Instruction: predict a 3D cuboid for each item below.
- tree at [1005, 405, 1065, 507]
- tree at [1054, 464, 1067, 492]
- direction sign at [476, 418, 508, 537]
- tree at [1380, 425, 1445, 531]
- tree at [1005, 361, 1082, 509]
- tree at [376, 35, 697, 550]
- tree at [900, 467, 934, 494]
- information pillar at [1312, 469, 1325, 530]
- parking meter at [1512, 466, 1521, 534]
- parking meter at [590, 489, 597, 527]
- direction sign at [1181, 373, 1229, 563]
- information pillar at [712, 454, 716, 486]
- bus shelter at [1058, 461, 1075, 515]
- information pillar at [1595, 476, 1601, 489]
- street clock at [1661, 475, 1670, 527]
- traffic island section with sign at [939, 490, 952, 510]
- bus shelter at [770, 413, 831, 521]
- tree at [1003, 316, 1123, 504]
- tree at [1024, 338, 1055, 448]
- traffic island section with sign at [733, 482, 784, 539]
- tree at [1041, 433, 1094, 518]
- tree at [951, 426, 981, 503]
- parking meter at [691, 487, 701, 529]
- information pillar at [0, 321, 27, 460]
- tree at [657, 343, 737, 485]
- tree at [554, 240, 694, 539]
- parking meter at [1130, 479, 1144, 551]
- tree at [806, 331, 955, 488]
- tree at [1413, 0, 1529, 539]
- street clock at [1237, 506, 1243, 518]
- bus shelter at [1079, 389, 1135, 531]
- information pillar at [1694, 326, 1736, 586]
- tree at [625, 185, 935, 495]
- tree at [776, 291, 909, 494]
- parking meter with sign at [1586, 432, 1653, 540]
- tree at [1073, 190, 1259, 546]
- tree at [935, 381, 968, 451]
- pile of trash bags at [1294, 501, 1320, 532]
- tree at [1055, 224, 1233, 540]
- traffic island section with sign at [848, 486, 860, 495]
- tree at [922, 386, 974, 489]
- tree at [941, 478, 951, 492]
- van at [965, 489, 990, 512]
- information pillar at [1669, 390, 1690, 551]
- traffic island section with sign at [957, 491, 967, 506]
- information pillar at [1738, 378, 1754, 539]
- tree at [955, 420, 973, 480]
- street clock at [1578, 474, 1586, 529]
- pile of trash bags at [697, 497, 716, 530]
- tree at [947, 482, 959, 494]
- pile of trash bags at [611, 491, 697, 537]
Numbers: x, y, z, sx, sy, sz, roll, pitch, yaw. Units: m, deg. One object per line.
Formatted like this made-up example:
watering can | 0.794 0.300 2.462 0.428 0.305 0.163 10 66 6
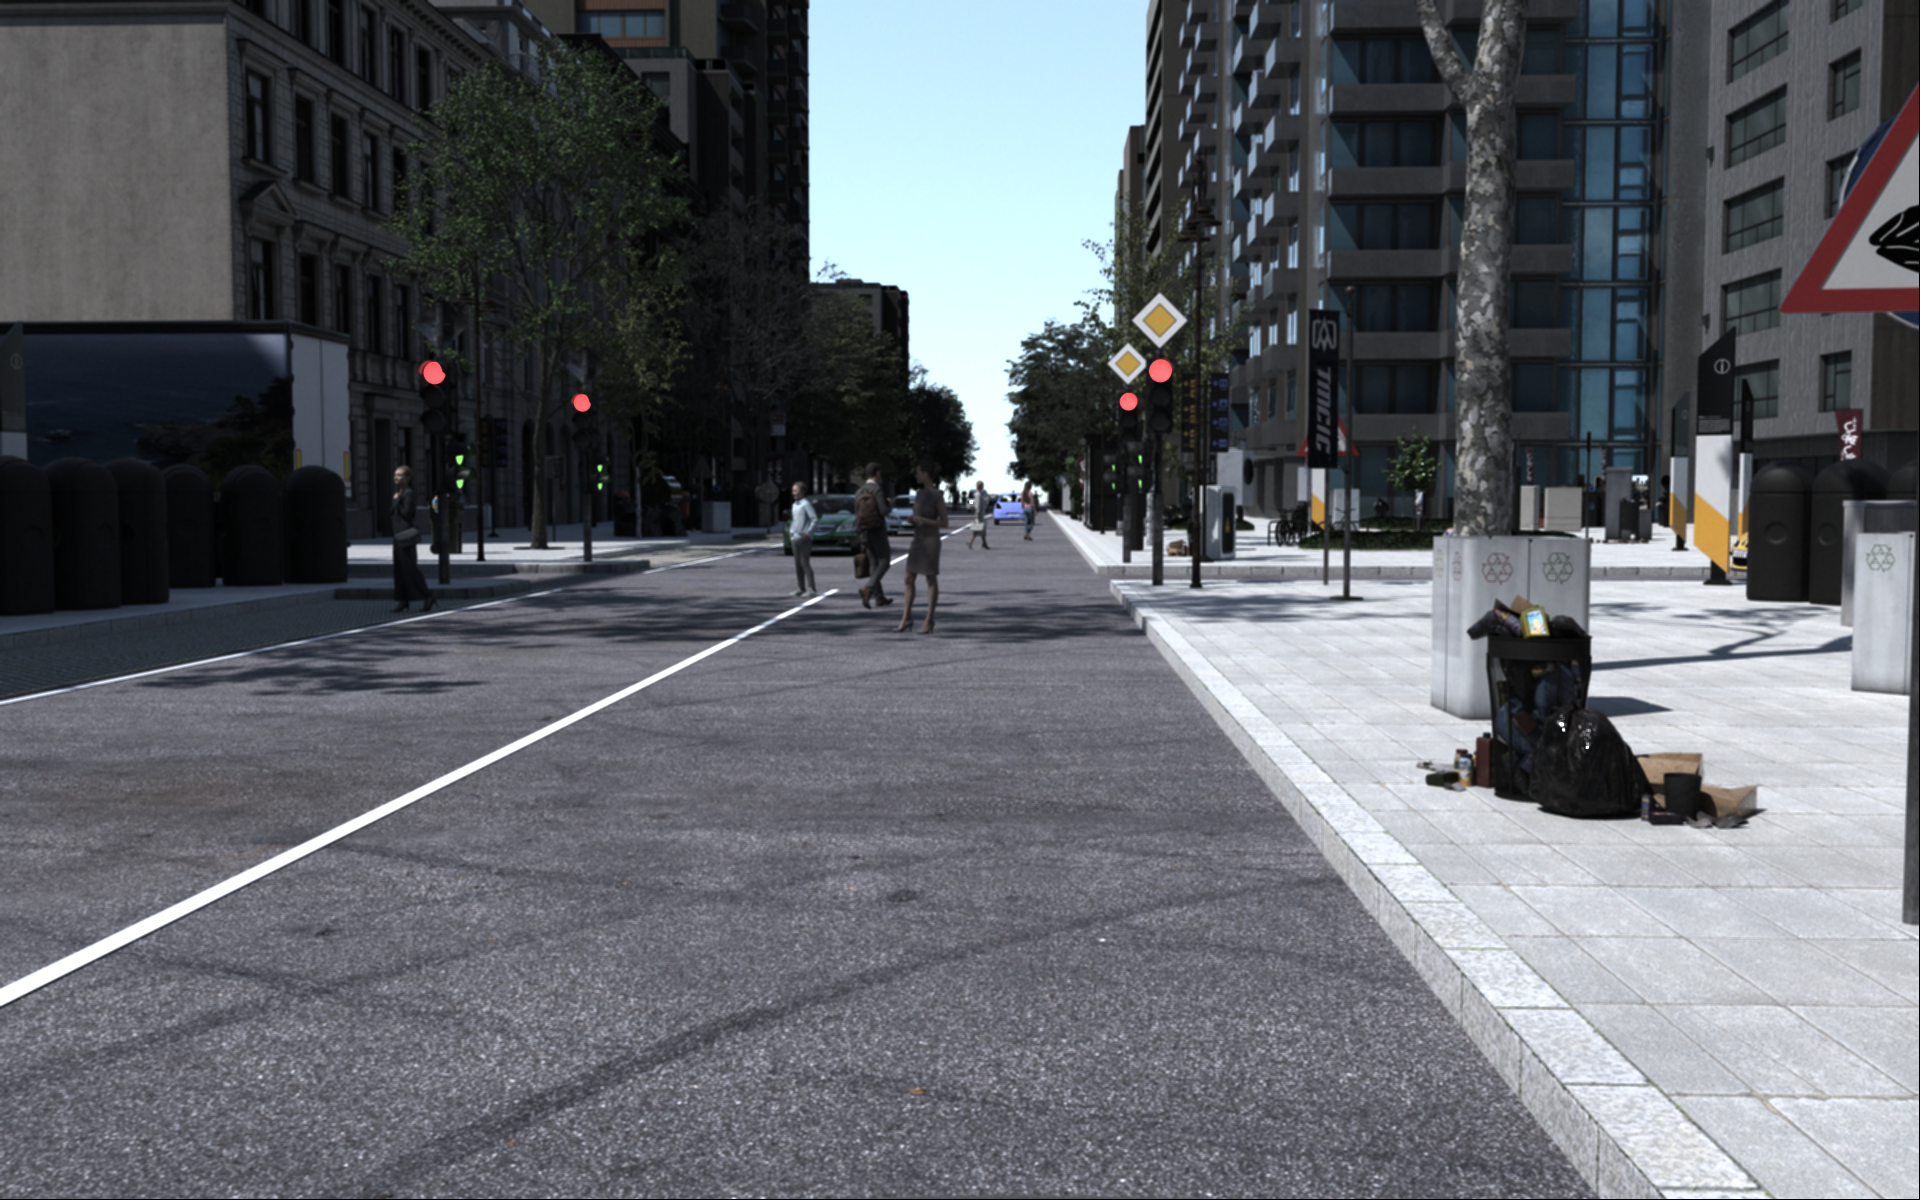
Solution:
tree | 9.460 -15.936 170.925 12.009 13.543 11.850 0 3 0
tree | 6.704 -7.025 109.456 1.663 3.219 1.824 0 3 0
direction sign | -13.904 -3.640 51.519 0.876 3.537 0.379 -2 4 -23
tree | 12.817 -3.320 48.876 1.663 3.219 1.824 0 3 0
tree | 8.465 -13.994 145.803 9.611 12.733 9.660 0 3 0
tree | -9.619 -6.976 39.816 9.928 11.665 9.643 0 3 0
tree | -4.149 -11.041 164.234 4.285 4.588 4.351 0 3 0
information pillar | 10.216 -3.525 48.983 0.504 3.616 0.183 1 4 19
parking meter | 11.643 -1.895 36.691 0.399 1.863 0.255 3 4 37
parking meter | -14.227 -3.574 66.839 0.372 1.533 0.369 0 3 0
direction sign | 4.592 -2.477 32.500 0.876 3.537 0.379 1 4 10
information pillar | -14.443 -6.750 101.717 0.183 3.616 0.504 -2 4 -33
bus shelter | 6.749 -6.570 101.345 2.014 3.302 5.546 0 4 2
information pillar | 26.253 -4.078 71.169 0.304 2.012 0.304 2 4 31
street clock | 27.221 -3.796 66.638 0.358 2.002 0.471 -2 4 -25
traffic island section with sign | -1.721 -9.236 159.635 1.989 1.847 2.006 0 4 2
bus shelter | -8.128 -6.748 87.969 2.179 5.291 8.768 0 4 3
tree | 7.691 -13.181 122.163 9.857 13.997 8.962 0 3 0
tree | 5.013 -7.475 72.573 4.360 8.622 3.978 0 3 0
traffic island section with sign | -6.106 -2.848 55.196 1.989 1.847 2.006 0 4 2
tree | 7.149 -6.733 93.791 4.285 4.588 4.351 0 3 0
tree | -0.621 -20.466 260.372 9.928 11.665 9.643 0 3 0
parking meter | -9.832 -3.437 64.603 0.372 1.533 0.369 0 3 0
information pillar | -12.748 -1.955 23.314 0.183 3.616 0.504 1 4 10
tree | -12.729 -8.091 82.647 4.360 8.622 3.978 0 3 0
tree | -9.414 -6.062 49.482 4.737 8.622 4.395 0 3 0
parking meter | 3.985 -2.050 39.234 0.255 1.863 0.399 2 4 28
tree | -6.301 -12.402 119.780 9.611 12.733 9.660 0 3 0
tree | 4.613 -9.594 12.746 12.611 20.169 13.585 0 3 0
street clock | 11.289 -3.986 69.741 0.358 2.002 0.471 -3 5 -43
bus shelter | 5.523 -5.287 64.077 2.179 5.291 8.768 0 4 2
information pillar | 10.628 -2.020 24.374 0.504 3.616 0.183 3 5 39
tree | -8.368 -9.708 69.089 12.009 13.543 11.850 0 3 0
tree | -6.764 -10.974 97.554 7.486 12.596 7.792 0 3 0
parking meter with sign | 18.365 -3.178 48.220 1.738 3.016 0.543 1 4 22
tree | 4.917 -5.643 42.631 4.737 8.622 4.395 0 3 0
tree | -4.492 -14.523 147.822 12.009 13.543 11.850 0 3 0
pile of trash bags | 12.483 -3.000 58.804 1.912 1.369 3.447 0 4 -4
tree | 5.439 -5.989 48.283 4.360 8.622 3.978 0 3 0
traffic island section with sign | -4.978 -4.495 82.127 1.989 1.847 2.006 0 4 2
tree | -2.763 -18.160 203.562 9.857 13.997 8.962 0 3 0
tree | -1.642 -17.540 237.134 4.737 8.622 4.395 0 3 0
van | 1.399 -8.039 138.456 2.013 2.044 4.112 0 4 3
information pillar | 16.239 -2.919 39.080 0.504 3.616 0.183 -2 4 -28
traffic island section with sign | 0.607 -12.610 214.799 1.989 1.847 2.006 0 4 2
information pillar | 15.973 -2.683 35.215 0.183 3.616 0.504 3 5 43
tree | -3.487 -15.732 174.231 9.611 12.733 9.660 0 3 0
street clock | 22.961 -3.638 64.055 0.358 2.002 0.471 1 4 19
pile of trash bags | -9.476 -3.140 61.091 1.912 1.369 3.447 0 4 0
tree | -1.002 -15.580 249.337 1.663 3.219 1.824 0 3 0
pile of trash bags | -9.761 -2.640 52.920 1.912 1.369 3.447 -2 4 -35
